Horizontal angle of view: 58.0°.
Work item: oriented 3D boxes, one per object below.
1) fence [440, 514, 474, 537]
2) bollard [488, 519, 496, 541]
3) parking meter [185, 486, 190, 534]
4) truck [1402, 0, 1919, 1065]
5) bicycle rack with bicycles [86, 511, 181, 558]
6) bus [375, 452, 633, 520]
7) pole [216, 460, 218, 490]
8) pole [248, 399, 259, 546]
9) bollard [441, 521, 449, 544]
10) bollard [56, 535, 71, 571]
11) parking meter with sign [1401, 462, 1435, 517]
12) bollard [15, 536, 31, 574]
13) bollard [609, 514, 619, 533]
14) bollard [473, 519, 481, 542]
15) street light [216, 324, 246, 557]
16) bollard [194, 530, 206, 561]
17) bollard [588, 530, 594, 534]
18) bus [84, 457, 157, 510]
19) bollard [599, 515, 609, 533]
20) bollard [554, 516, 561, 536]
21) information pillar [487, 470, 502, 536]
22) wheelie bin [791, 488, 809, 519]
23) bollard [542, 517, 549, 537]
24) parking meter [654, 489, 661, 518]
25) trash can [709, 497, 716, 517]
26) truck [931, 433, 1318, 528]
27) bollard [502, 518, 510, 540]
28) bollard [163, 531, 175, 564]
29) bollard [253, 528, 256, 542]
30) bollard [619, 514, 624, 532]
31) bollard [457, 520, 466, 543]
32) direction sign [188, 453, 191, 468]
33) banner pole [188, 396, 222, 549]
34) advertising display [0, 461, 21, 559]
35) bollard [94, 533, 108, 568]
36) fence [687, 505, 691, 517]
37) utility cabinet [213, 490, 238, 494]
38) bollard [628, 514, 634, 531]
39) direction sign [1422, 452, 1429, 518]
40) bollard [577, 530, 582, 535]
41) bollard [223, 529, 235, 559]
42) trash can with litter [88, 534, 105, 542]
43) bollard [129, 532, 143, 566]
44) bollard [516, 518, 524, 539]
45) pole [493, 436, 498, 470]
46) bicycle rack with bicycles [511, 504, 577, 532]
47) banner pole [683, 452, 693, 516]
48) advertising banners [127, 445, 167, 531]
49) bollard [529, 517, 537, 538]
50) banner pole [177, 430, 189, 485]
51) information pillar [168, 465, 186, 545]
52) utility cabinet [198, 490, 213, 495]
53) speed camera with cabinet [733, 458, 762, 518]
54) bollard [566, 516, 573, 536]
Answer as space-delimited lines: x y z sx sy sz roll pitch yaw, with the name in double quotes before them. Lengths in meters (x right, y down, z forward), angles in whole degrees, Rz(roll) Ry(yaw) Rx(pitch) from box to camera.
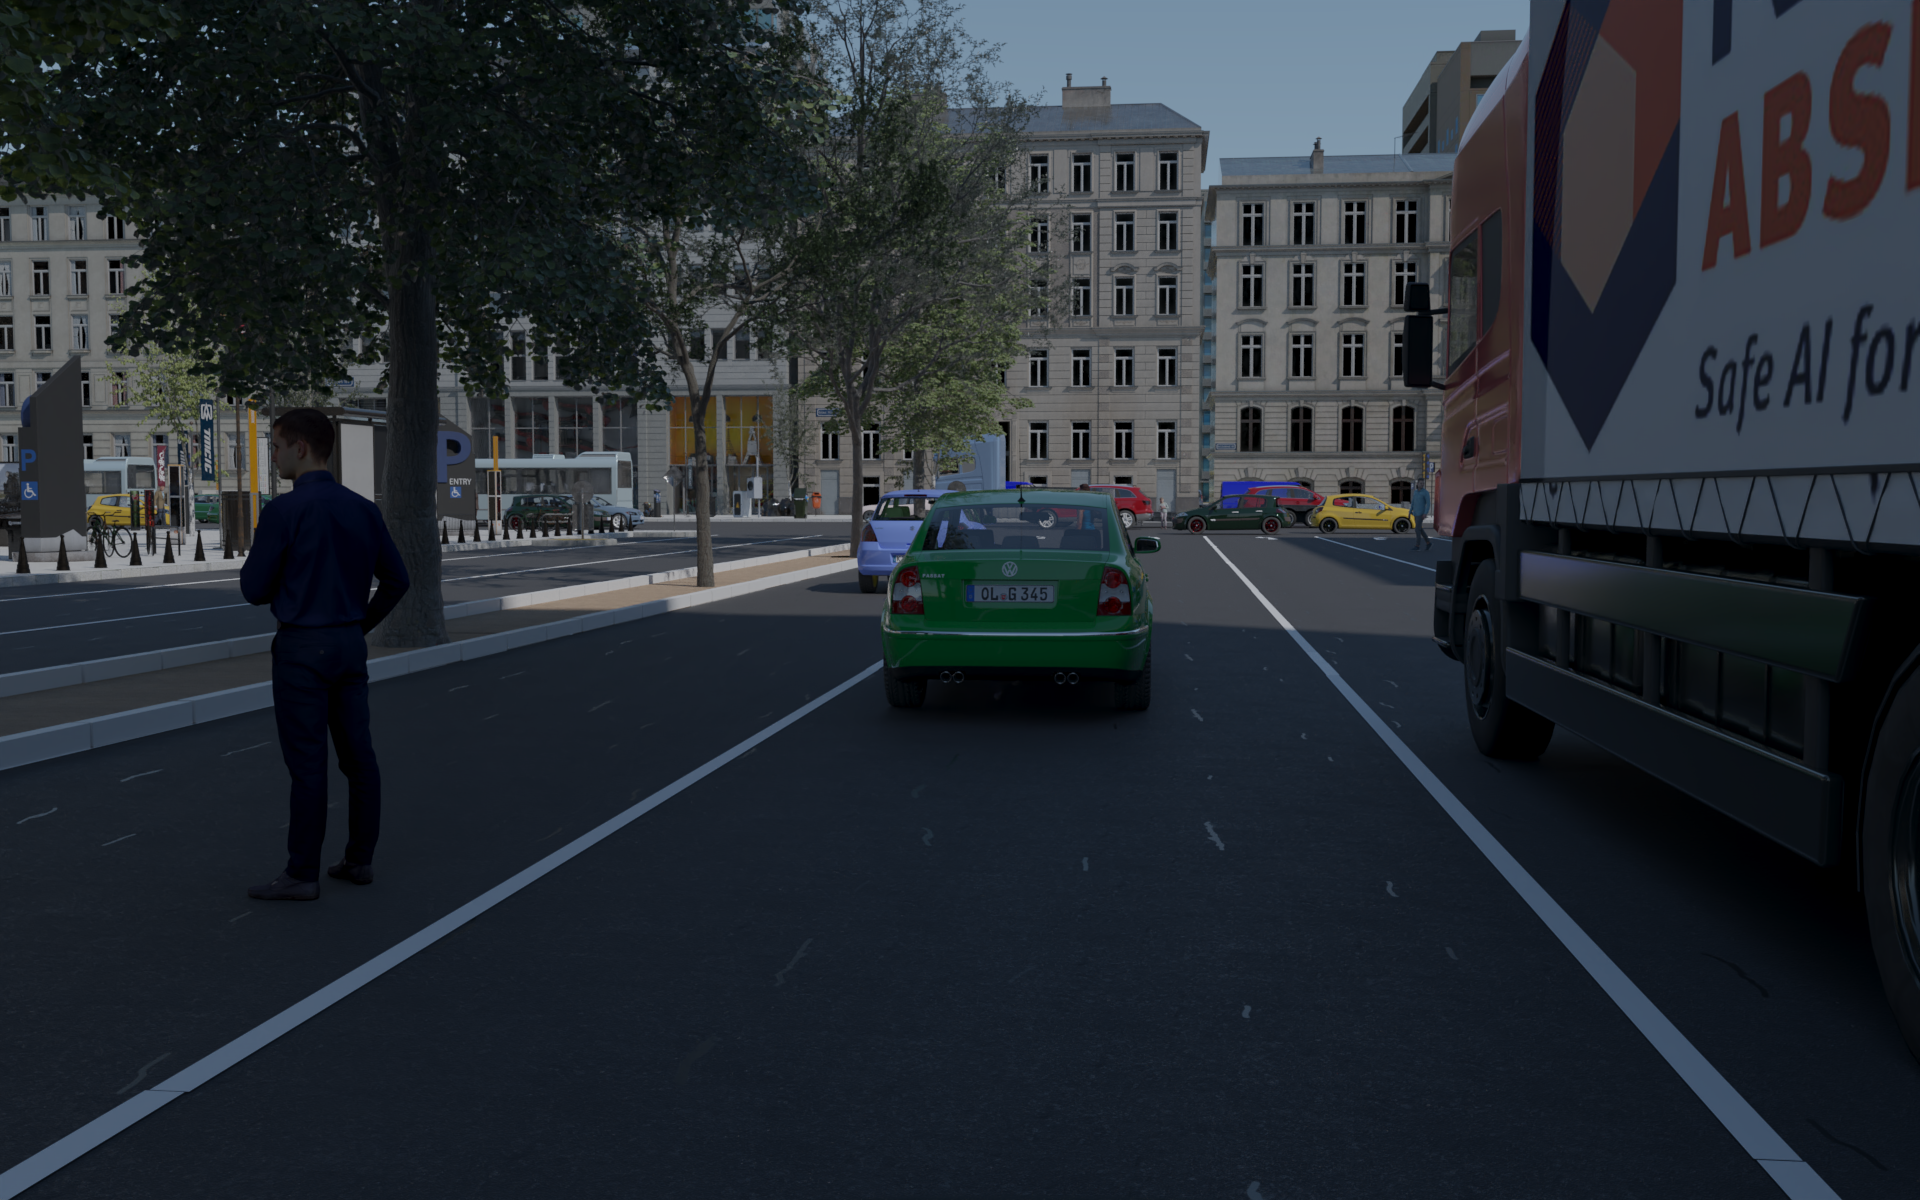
"fence" -15.018 -2.200 51.344 0.278 0.683 2.069 1 4 21
"bollard" -12.827 -1.920 47.438 0.229 0.601 0.229 0 3 0
"parking meter" -24.856 -2.876 55.430 0.372 1.533 0.369 0 3 0
"truck" 3.670 -1.040 5.922 2.839 4.237 11.283 0 4 6
"bicycle rack with bicycles" -17.392 -1.366 35.715 2.852 0.926 2.925 -3 4 -39
"bus" -21.343 -5.011 76.788 13.247 3.499 2.948 0 4 5
"pole" -44.606 -6.744 104.113 0.158 3.312 0.155 0 3 0
"pole" -15.151 -2.649 37.147 0.158 3.312 0.155 0 3 0
"bollard" -13.192 -1.732 44.363 0.229 0.601 0.229 0 3 0
"bollard" -15.020 -0.792 28.991 0.229 0.601 0.229 0 3 0
"parking meter with sign" 25.047 -6.026 94.778 1.738 3.016 0.543 -1 4 -10
"bollard" -15.139 -0.730 27.971 0.229 0.601 0.229 0 3 0
"bollard" -11.609 -2.549 57.713 0.229 0.601 0.229 0 3 0
"bollard" -12.950 -1.858 46.418 0.229 0.601 0.229 0 3 0
"street light" -14.722 -3.824 35.302 0.468 5.910 1.993 0 4 7
"bollard" -14.531 -1.043 33.088 0.229 0.601 0.229 0 3 0
"bollard" -11.858 -2.423 55.656 0.229 0.601 0.229 0 3 0
"bus" -47.393 -5.660 87.399 13.247 3.499 2.948 1 4 8
"bollard" -11.729 -2.486 56.686 0.229 0.601 0.229 0 3 0
"bollard" -12.220 -2.234 52.574 0.229 0.601 0.229 0 3 0
"information pillar" -14.418 -3.007 53.652 0.304 2.012 0.304 1 4 17
"wheelie bin" -8.326 -5.045 90.400 0.980 1.594 0.693 1 4 12
"bollard" -12.341 -2.172 51.552 0.229 0.601 0.229 0 3 0
"parking meter" -16.508 -5.260 94.418 0.372 1.533 0.369 0 3 0
"trash can" -13.862 -5.163 96.061 0.748 1.137 0.748 0 3 0
"truck" 7.471 -5.175 74.375 18.799 4.110 2.967 1 4 8
"bollard" -12.704 -1.984 48.476 0.229 0.601 0.229 0 3 0
"bollard" -14.656 -0.980 32.068 0.229 0.601 0.229 0 3 0
"bollard" -14.291 -1.168 35.143 0.229 0.601 0.229 0 3 0
"bollard" -11.489 -2.611 58.733 0.229 0.601 0.229 0 3 0
"bollard" -13.073 -1.796 45.399 0.229 0.601 0.229 0 3 0
"direction sign" -42.276 -6.295 94.913 0.379 3.537 0.876 -1 4 -9
"banner pole" -17.412 -3.079 40.359 0.401 3.779 0.863 1 4 15
"advertising display" -18.572 -1.768 34.122 0.974 1.923 0.123 0 4 4
"bollard" -14.899 -0.855 30.013 0.229 0.601 0.229 0 3 0
"fence" -15.214 -4.982 96.824 0.278 0.683 2.069 0 4 -6
"utility cabinet" -40.215 -5.287 95.118 1.173 1.500 0.318 0 4 5
"bollard" -11.369 -2.673 59.753 0.229 0.601 0.229 0 3 0
"direction sign" 25.169 -6.218 93.665 0.379 3.537 0.876 3 4 38
"bollard" -11.979 -2.360 54.627 0.229 0.601 0.229 0 3 0
"bollard" -14.412 -1.106 34.117 0.229 0.601 0.229 0 3 0
"trash can with litter" -24.053 -2.182 46.738 2.233 1.210 1.678 3 5 39
"bollard" -14.775 -0.917 31.032 0.229 0.601 0.229 0 3 0
"bollard" -12.584 -2.047 49.506 0.229 0.601 0.229 0 3 0
"pole" -16.367 -4.115 61.122 0.158 3.312 0.155 0 3 0
"bicycle rack with bicycles" -13.849 -2.793 59.040 2.925 0.926 2.852 -2 4 -30
"banner pole" -16.184 -6.929 103.312 0.401 3.779 0.863 -3 5 -43
"advertising banners" -28.628 -3.969 61.084 0.090 3.025 2.074 1 4 12
"bollard" -12.463 -2.109 50.526 0.229 0.601 0.229 0 3 0
"banner pole" -26.647 -4.264 59.731 0.863 3.779 0.401 1 4 19
"information pillar" -19.668 -2.386 43.504 0.304 2.012 0.304 0 4 -7
"utility cabinet" -41.328 -5.298 95.303 0.318 1.500 1.173 2 4 24
"speed camera with cabinet" -11.573 -6.113 94.275 0.660 3.252 2.038 -3 5 -41
"bollard" -12.094 -2.298 53.607 0.229 0.601 0.229 0 3 0
